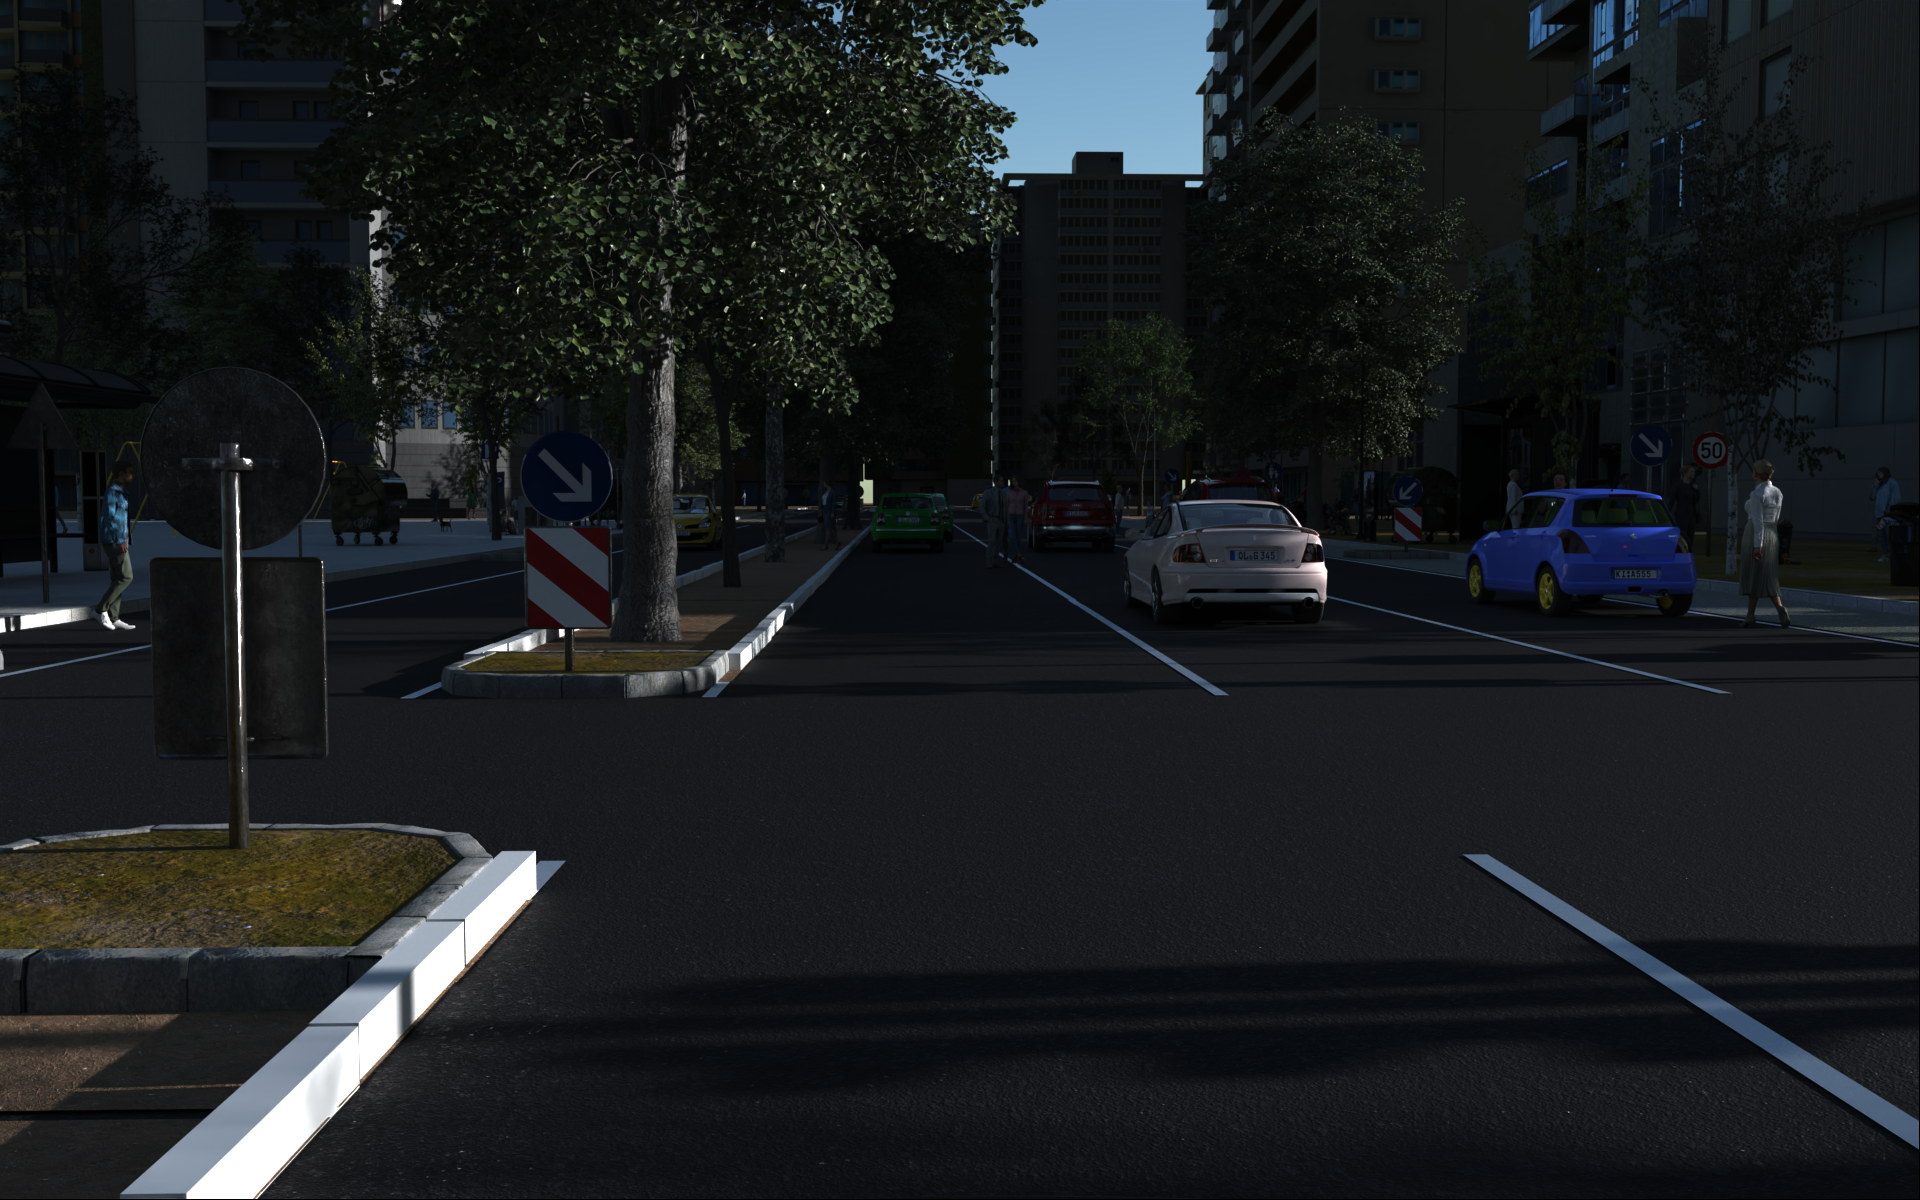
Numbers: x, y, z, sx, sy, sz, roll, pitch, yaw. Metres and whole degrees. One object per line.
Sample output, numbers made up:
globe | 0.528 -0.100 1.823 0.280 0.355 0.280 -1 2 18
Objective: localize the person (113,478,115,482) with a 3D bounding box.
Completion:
person | -24.232 -2.630 49.613 0.480 1.755 0.524 2 4 26

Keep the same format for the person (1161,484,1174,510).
person | 7.543 -3.317 62.822 0.778 1.811 0.616 -1 4 -15

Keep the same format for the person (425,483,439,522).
person | -24.671 -4.574 81.001 0.661 1.801 0.590 3 5 43

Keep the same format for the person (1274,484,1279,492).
person | 18.117 -5.719 99.416 0.709 1.838 0.599 2 4 26

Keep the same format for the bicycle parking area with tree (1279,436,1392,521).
bicycle parking area with tree | 18.384 -6.024 85.497 8.231 4.147 9.016 0 4 6

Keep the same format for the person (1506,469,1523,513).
person | 12.411 -2.020 38.952 0.818 1.842 0.514 -1 4 -19

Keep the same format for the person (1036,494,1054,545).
person | 2.412 -2.469 49.051 0.511 1.800 0.466 -1 4 -17

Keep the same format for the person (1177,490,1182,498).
person | 21.575 -9.887 170.178 1.348 1.821 0.705 -1 4 -19

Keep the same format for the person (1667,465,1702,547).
person | 12.180 -1.391 29.209 0.576 1.772 0.534 -3 4 -36

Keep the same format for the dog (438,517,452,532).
dog | -17.608 -2.593 59.223 0.540 0.507 0.406 -1 4 -9

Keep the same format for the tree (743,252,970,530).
tree | -4.323 -9.161 69.255 9.611 12.733 9.660 0 3 0

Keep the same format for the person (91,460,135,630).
person | -8.912 -0.574 18.233 0.444 1.785 0.601 -1 4 -12

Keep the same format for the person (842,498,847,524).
person | -5.578 -4.330 83.983 0.332 1.250 0.352 0 4 -7

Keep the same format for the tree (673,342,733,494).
tree | -12.848 -7.771 77.416 4.360 8.622 3.978 0 3 0

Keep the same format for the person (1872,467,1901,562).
person | 17.482 -1.608 32.591 0.793 1.790 0.793 -3 4 -38

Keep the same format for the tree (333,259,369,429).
tree | -12.873 -6.961 48.223 8.767 10.594 7.601 0 4 -1

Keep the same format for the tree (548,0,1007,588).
tree | -3.475 -5.484 26.530 8.767 10.594 7.601 0 4 -2

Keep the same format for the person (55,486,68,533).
person | -29.740 -3.115 56.835 0.748 1.841 0.638 0 4 5

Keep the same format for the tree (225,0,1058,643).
tree | -3.081 -6.575 16.620 9.857 13.997 8.962 0 3 0

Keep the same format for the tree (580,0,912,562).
tree | -5.113 -10.894 36.462 12.611 20.169 13.585 0 3 0

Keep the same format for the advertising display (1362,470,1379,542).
advertising display | 11.054 -2.534 46.648 0.123 1.923 0.974 0 4 -5

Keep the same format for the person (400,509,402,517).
person | -23.140 -3.974 70.980 0.622 1.834 0.822 1 4 14

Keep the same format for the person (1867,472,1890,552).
person | 20.424 -1.970 38.439 0.511 1.800 0.466 0 4 1

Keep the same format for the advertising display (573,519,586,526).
advertising display | -14.568 -3.696 65.639 0.974 1.923 0.123 1 4 23

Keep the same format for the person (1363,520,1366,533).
person | 13.550 -3.140 57.573 0.537 1.800 0.526 -2 4 -35

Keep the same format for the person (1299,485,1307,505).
person | 20.402 -5.865 101.893 1.348 1.831 0.705 -2 4 -29

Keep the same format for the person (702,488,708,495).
person | -18.186 -7.115 123.098 1.217 1.735 0.721 -3 4 -38

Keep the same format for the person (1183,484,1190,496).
person | 10.749 -4.565 81.252 0.480 1.755 0.524 3 5 40

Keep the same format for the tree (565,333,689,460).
tree | -13.538 -7.260 69.062 4.737 8.622 4.395 0 3 0

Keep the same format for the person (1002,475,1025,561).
person | 1.114 -1.741 36.825 0.638 1.841 0.748 0 4 3

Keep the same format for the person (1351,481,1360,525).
person | 16.302 -3.937 70.393 0.794 1.824 0.713 1 4 11

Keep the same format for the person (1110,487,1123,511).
person | 10.806 -7.019 120.940 1.348 1.807 0.705 -1 4 -13

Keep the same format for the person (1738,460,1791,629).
person | 8.578 -0.593 18.418 0.478 1.798 0.641 -1 4 -15

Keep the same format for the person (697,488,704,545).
person | -7.358 -2.373 49.105 0.330 1.601 0.589 3 5 43

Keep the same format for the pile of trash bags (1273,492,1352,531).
pile of trash bags | 12.067 -3.113 60.642 1.912 1.369 3.447 -2 4 -34

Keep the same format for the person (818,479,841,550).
person | -3.286 -2.166 43.941 0.654 1.822 0.581 -2 4 -24

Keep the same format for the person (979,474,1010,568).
person | 0.686 -1.531 33.625 0.391 1.810 0.635 3 5 45

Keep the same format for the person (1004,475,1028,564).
person | 1.135 -1.667 35.767 0.555 1.821 0.388 0 4 3

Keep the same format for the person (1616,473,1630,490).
person | 16.968 -2.353 44.536 0.620 1.820 0.660 2 4 34

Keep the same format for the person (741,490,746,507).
person | -20.839 -9.681 166.862 0.705 1.814 1.350 0 4 6

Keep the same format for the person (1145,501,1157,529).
person | 6.565 -2.805 59.382 0.505 1.210 0.382 3 4 38

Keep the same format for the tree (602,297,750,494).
tree | -14.589 -10.333 87.066 7.486 12.596 7.792 0 3 0

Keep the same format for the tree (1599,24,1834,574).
tree | 12.247 -4.703 27.254 4.360 8.622 3.978 0 3 0

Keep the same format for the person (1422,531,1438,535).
person | 14.735 -2.917 53.912 0.537 1.800 0.526 3 5 44

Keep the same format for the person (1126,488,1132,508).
person | 15.069 -9.059 154.026 0.599 1.838 0.709 0 4 -1

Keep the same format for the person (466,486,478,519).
person | -24.651 -4.960 87.389 0.529 1.795 0.600 3 4 37

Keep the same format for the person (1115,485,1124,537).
person | 5.195 -2.963 57.614 0.598 1.740 0.731 -1 4 -15

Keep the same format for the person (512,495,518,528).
person | -16.582 -3.298 64.647 0.332 1.250 0.352 -1 4 -10

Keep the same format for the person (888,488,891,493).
person | -4.699 -6.507 114.916 0.705 1.821 1.348 0 3 0

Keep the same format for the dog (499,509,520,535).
dog | -14.054 -2.442 54.308 0.800 0.831 0.513 -1 4 -8

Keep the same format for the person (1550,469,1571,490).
person | 8.314 -0.949 24.375 0.716 1.782 0.532 1 4 17
